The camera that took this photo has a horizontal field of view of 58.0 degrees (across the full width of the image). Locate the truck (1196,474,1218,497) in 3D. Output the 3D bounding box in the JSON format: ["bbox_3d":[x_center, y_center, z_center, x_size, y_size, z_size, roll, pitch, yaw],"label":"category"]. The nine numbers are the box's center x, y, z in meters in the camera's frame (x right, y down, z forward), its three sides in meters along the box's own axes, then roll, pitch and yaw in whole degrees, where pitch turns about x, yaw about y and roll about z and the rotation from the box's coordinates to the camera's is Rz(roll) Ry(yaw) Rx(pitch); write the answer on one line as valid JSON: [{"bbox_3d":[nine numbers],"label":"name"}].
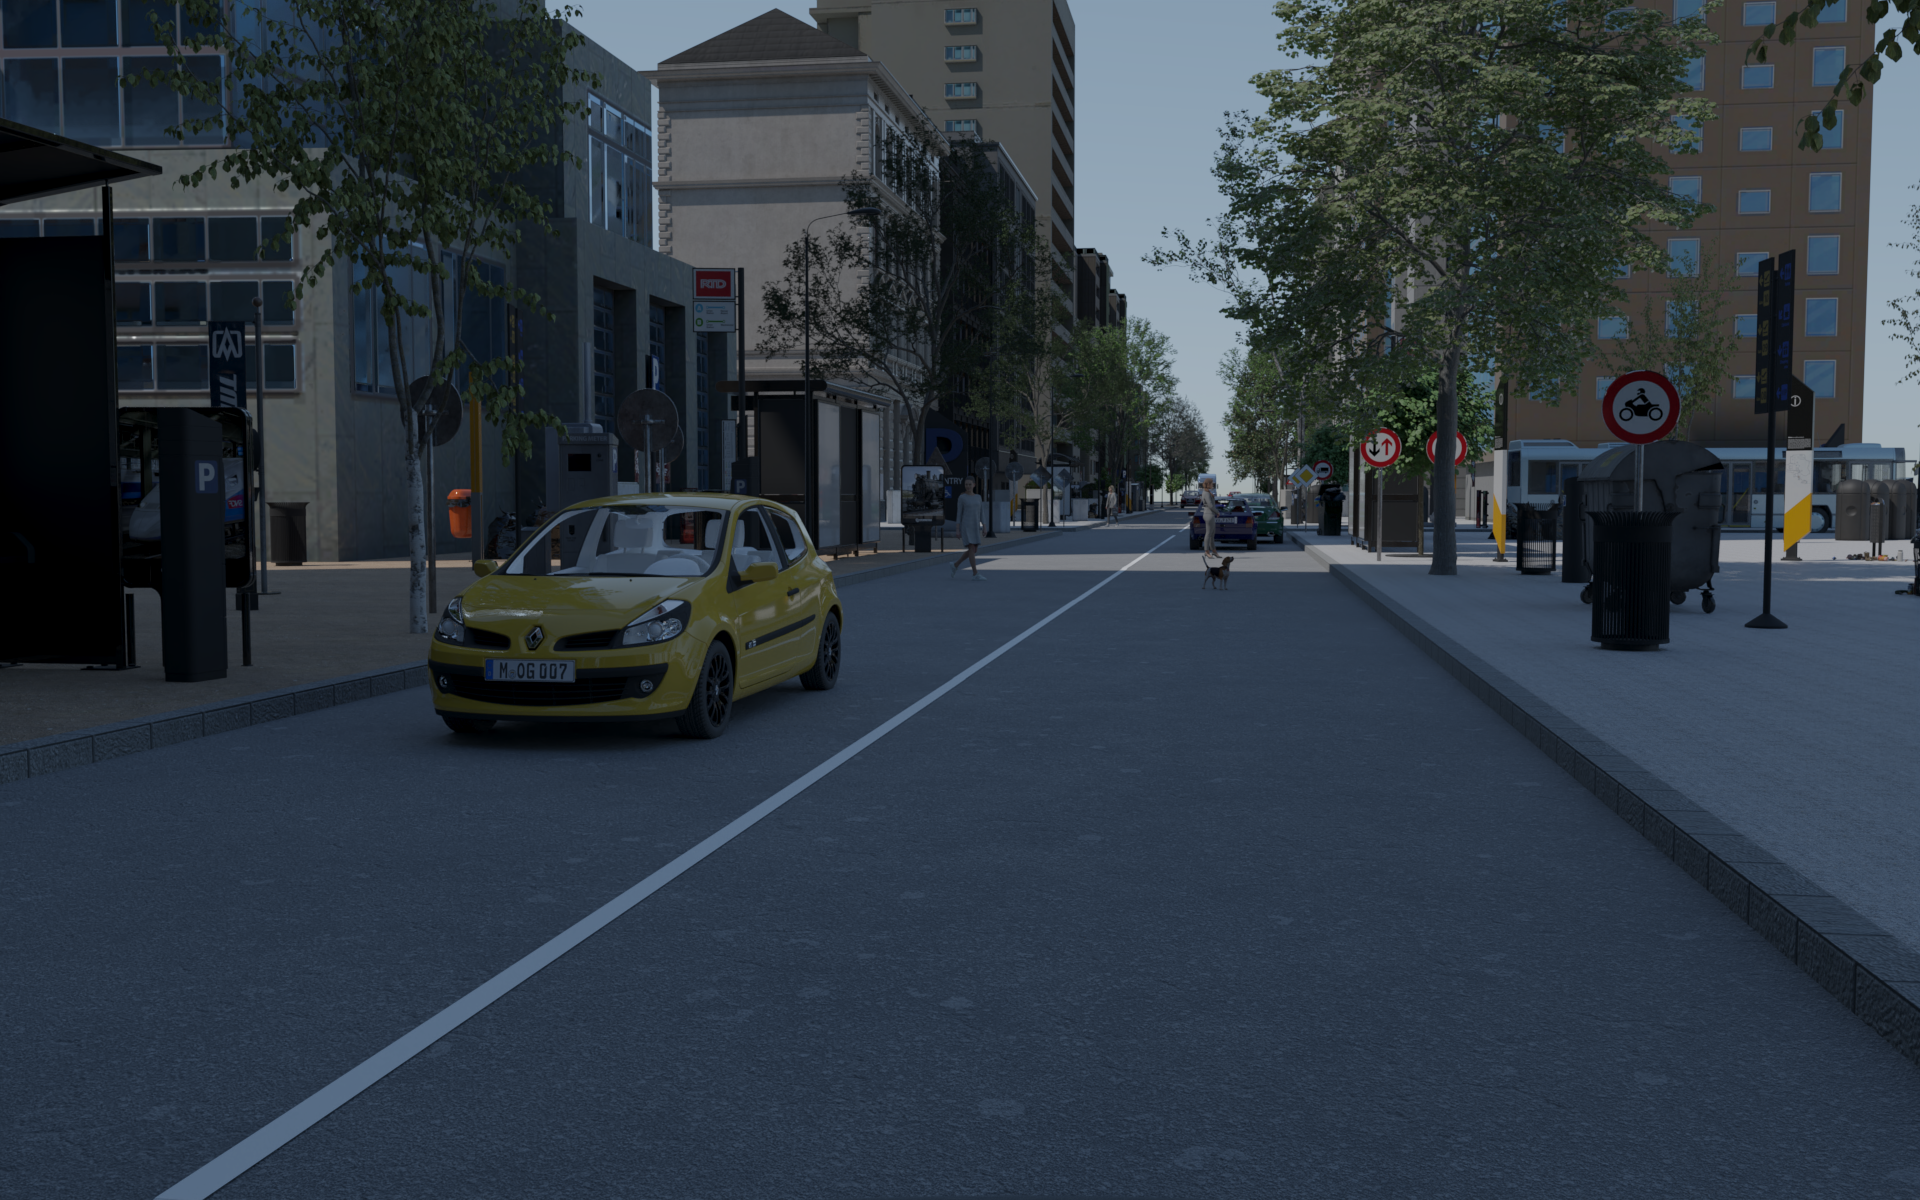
[{"bbox_3d":[33.782,-15.041,235.681,2.967,4.110,18.799,1,4,9],"label":"truck"}]

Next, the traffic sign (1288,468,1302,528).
[{"bbox_3d":[12.811,-3.795,65.697,0.795,2.450,0.064,1,4,9],"label":"traffic sign"}]

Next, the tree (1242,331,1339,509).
[{"bbox_3d":[20.179,-11.211,109.049,9.928,11.665,9.643,0,3,0],"label":"tree"}]

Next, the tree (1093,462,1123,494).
[{"bbox_3d":[8.832,-6.813,105.999,1.663,3.219,1.824,0,3,0],"label":"tree"}]

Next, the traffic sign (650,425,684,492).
[{"bbox_3d":[-4.950,-1.755,28.800,0.768,2.556,0.104,1,4,19],"label":"traffic sign"}]

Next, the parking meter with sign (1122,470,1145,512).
[{"bbox_3d":[12.795,-8.029,127.540,1.738,3.016,0.543,3,4,36],"label":"parking meter with sign"}]

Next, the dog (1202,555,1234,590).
[{"bbox_3d":[3.867,-0.411,26.002,0.540,0.507,0.406,1,4,17],"label":"dog"}]

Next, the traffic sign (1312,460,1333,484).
[{"bbox_3d":[13.498,-3.939,64.507,0.768,2.556,0.104,1,4,13],"label":"traffic sign"}]

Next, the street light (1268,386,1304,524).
[{"bbox_3d":[14.035,-6.210,74.079,1.470,5.913,1.316,1,4,9],"label":"street light"}]

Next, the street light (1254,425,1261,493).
[{"bbox_3d":[20.853,-8.847,117.187,1.470,5.913,1.316,1,4,9],"label":"street light"}]

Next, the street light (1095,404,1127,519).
[{"bbox_3d":[7.749,-7.169,89.761,1.470,5.913,1.316,1,4,9],"label":"street light"}]

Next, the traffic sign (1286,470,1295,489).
[{"bbox_3d":[18.204,-5.767,94.295,0.884,2.594,0.081,1,4,11],"label":"traffic sign"}]

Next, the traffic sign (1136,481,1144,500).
[{"bbox_3d":[14.245,-8.263,137.228,0.606,2.300,0.079,1,4,17],"label":"traffic sign"}]

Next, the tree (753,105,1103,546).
[{"bbox_3d":[-1.222,-6.620,42.655,8.767,10.594,7.601,1,4,9],"label":"tree"}]

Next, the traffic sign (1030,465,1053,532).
[{"bbox_3d":[2.772,-3.400,59.229,0.795,2.450,0.064,1,4,9],"label":"traffic sign"}]

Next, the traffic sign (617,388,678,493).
[{"bbox_3d":[-3.775,-1.273,20.920,0.768,2.556,0.104,1,4,9],"label":"traffic sign"}]

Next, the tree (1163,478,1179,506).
[{"bbox_3d":[22.686,-11.819,187.842,1.663,3.219,1.824,0,3,0],"label":"tree"}]

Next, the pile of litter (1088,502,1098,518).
[{"bbox_3d":[6.883,-4.770,91.947,1.176,0.858,1.719,-1,4,-14],"label":"pile of litter"}]

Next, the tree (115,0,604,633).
[{"bbox_3d":[-5.024,-3.985,15.520,4.737,8.622,4.395,0,3,0],"label":"tree"}]

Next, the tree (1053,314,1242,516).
[{"bbox_3d":[8.985,-10.624,99.463,9.928,11.665,9.643,0,3,0],"label":"tree"}]

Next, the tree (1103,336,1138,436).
[{"bbox_3d":[3.840,-8.552,74.232,8.767,10.594,7.601,2,4,24],"label":"tree"}]

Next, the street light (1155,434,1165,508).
[{"bbox_3d":[14.874,-9.858,133.724,1.470,5.913,1.316,1,4,9],"label":"street light"}]

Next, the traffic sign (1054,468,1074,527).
[{"bbox_3d":[4.031,-3.882,67.114,0.795,2.450,0.064,1,4,9],"label":"traffic sign"}]

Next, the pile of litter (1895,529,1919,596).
[{"bbox_3d":[12.436,-0.475,21.735,1.176,0.858,1.719,1,4,22],"label":"pile of litter"}]

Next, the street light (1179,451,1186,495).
[{"bbox_3d":[23.169,-13.041,185.753,1.470,5.913,1.316,1,4,9],"label":"street light"}]

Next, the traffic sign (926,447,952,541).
[{"bbox_3d":[-0.656,-2.913,47.639,0.884,2.594,0.081,1,4,16],"label":"traffic sign"}]

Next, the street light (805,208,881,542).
[{"bbox_3d":[-1.968,-3.412,28.321,1.470,5.913,1.316,1,4,9],"label":"street light"}]

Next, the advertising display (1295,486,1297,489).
[{"bbox_3d":[22.420,-6.760,115.733,0.123,1.923,0.974,0,4,1],"label":"advertising display"}]

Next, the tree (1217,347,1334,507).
[{"bbox_3d":[22.948,-12.757,125.584,9.611,12.733,9.660,0,3,0],"label":"tree"}]

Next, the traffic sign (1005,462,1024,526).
[{"bbox_3d":[2.141,-4.187,68.559,0.768,2.556,0.104,1,4,18],"label":"traffic sign"}]

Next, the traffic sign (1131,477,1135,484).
[{"bbox_3d":[13.040,-8.061,131.802,0.884,2.594,0.081,1,4,14],"label":"traffic sign"}]

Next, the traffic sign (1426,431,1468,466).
[{"bbox_3d":[9.412,-2.045,33.540,0.768,2.556,0.104,1,4,14],"label":"traffic sign"}]

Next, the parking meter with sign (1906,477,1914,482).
[{"bbox_3d":[43.075,-5.065,79.069,0.543,3.016,1.738,-1,4,-21],"label":"parking meter with sign"}]

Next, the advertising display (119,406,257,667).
[{"bbox_3d":[-5.741,-0.467,12.854,0.974,1.923,0.123,0,4,-2],"label":"advertising display"}]

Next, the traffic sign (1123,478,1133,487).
[{"bbox_3d":[12.655,-7.994,130.808,0.768,2.556,0.104,1,4,17],"label":"traffic sign"}]

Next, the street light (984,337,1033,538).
[{"bbox_3d":[1.438,-4.776,50.627,1.470,5.913,1.316,1,4,9],"label":"street light"}]

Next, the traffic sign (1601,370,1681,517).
[{"bbox_3d":[7.001,-1.086,17.868,0.768,2.556,0.104,1,4,17],"label":"traffic sign"}]

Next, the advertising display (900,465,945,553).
[{"bbox_3d":[-0.816,-2.004,37.973,0.974,1.923,0.123,0,4,-6],"label":"advertising display"}]

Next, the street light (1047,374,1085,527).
[{"bbox_3d":[4.124,-5.795,67.288,1.470,5.913,1.316,1,4,9],"label":"street light"}]

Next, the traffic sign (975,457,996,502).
[{"bbox_3d":[0.874,-3.670,60.117,0.768,2.556,0.104,1,4,18],"label":"traffic sign"}]

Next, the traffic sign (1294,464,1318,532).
[{"bbox_3d":[11.552,-3.313,57.811,0.795,2.450,0.064,1,4,9],"label":"traffic sign"}]

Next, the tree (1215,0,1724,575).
[{"bbox_3d":[8.064,-6.657,26.974,7.486,12.596,7.792,0,3,0],"label":"tree"}]

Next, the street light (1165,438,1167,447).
[{"bbox_3d":[16.227,-10.396,142.515,1.470,5.913,1.316,1,4,9],"label":"street light"}]

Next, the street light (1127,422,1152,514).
[{"bbox_3d":[11.436,-8.517,111.802,1.470,5.913,1.316,1,4,9],"label":"street light"}]

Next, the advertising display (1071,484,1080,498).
[{"bbox_3d":[7.511,-6.735,115.329,0.974,1.923,0.123,0,4,-5],"label":"advertising display"}]

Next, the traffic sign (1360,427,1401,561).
[{"bbox_3d":[8.020,-2.016,33.069,0.768,2.556,0.104,1,4,15],"label":"traffic sign"}]

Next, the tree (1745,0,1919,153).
[{"bbox_3d":[4.999,-3.524,7.978,4.737,8.622,4.395,0,3,0],"label":"tree"}]

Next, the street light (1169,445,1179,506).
[{"bbox_3d":[19.725,-11.723,164.213,1.470,5.913,1.316,1,4,9],"label":"street light"}]

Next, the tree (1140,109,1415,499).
[{"bbox_3d":[15.795,-14.097,86.383,12.611,20.169,13.585,0,3,0],"label":"tree"}]

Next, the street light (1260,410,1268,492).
[{"bbox_3d":[17.485,-7.529,95.635,1.470,5.913,1.316,1,4,9],"label":"street light"}]

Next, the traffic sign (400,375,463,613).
[{"bbox_3d":[-5.676,-1.129,18.569,0.768,2.556,0.104,1,4,16],"label":"traffic sign"}]

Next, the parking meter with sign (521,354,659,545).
[{"bbox_3d":[-4.700,-1.567,21.884,1.738,3.016,0.543,0,4,-1],"label":"parking meter with sign"}]

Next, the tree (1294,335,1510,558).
[{"bbox_3d":[9.456,-3.170,35.548,4.285,4.588,4.351,0,3,0],"label":"tree"}]
